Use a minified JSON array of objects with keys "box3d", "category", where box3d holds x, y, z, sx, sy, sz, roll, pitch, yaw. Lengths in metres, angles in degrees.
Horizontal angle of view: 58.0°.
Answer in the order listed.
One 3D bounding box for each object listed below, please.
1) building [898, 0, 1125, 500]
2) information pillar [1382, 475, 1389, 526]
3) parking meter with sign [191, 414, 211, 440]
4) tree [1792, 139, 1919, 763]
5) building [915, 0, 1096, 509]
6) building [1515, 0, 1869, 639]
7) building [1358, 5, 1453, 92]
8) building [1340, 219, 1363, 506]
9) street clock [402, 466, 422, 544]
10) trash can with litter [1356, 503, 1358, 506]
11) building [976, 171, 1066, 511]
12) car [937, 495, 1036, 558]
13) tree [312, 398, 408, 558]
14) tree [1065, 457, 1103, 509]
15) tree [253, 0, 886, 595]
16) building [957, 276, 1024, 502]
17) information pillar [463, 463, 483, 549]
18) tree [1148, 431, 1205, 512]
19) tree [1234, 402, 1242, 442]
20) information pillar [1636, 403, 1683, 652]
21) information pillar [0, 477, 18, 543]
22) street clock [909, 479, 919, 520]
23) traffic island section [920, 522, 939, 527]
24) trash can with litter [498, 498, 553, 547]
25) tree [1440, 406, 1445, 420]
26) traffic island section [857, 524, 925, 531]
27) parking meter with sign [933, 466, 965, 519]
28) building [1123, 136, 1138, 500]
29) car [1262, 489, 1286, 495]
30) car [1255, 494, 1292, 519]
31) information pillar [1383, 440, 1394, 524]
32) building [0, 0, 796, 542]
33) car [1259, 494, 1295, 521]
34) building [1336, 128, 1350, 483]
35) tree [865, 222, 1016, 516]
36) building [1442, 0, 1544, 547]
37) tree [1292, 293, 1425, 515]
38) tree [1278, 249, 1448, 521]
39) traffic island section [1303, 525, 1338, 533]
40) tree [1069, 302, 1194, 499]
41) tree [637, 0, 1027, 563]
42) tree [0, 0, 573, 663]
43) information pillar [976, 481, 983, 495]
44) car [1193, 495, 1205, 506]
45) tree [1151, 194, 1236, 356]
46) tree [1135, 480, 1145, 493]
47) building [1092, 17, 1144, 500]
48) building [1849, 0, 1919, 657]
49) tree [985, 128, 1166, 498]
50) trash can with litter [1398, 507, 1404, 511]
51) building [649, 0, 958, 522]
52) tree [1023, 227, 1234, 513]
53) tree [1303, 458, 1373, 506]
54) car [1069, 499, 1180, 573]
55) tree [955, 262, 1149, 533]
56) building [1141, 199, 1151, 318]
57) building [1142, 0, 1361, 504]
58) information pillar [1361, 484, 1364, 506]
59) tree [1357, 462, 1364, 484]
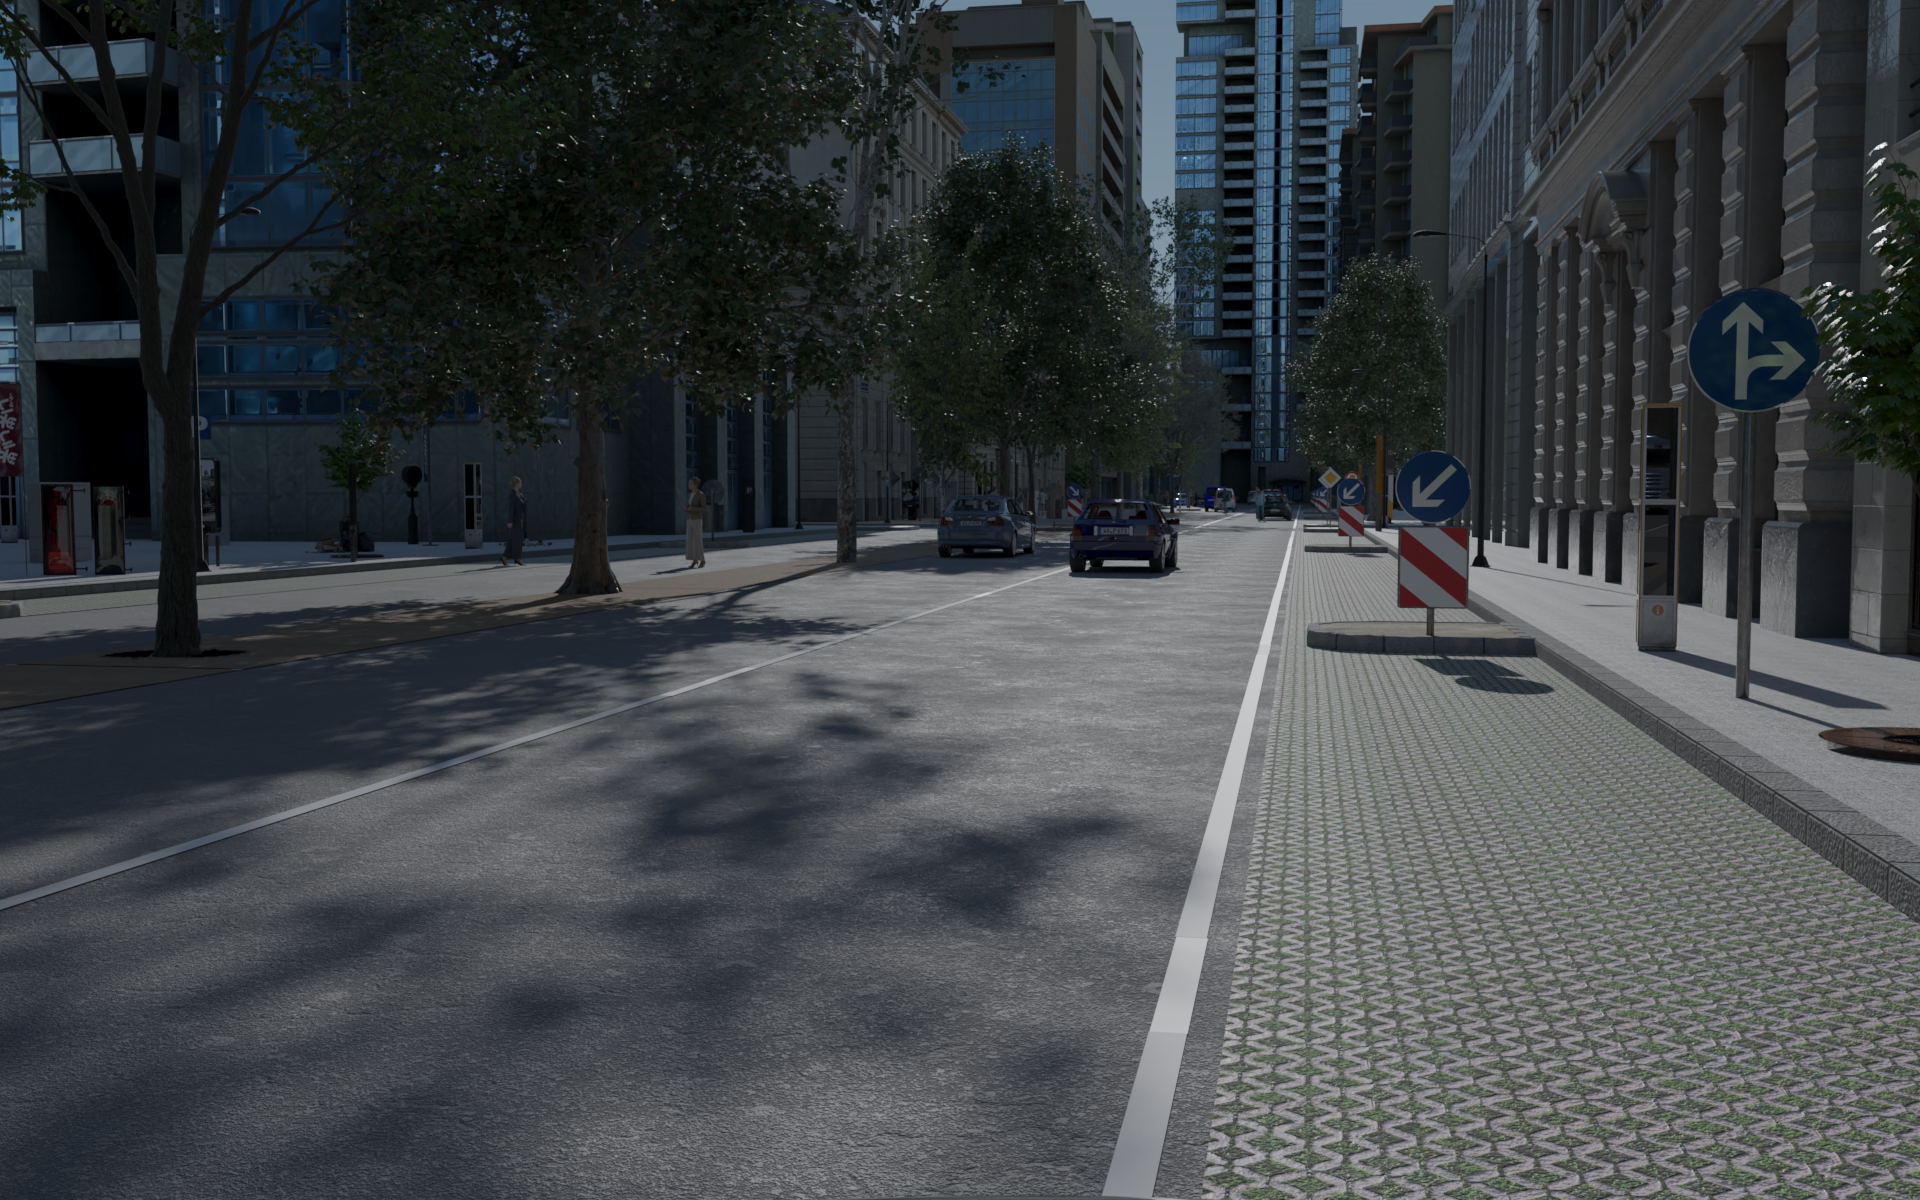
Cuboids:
[{"box3d":[4.986,-33.831,176.845,21.300,48.544,21.600,1,4,11],"category":"building"},{"box3d":[16.007,-3.723,65.359,0.304,2.012,0.304,0,4,8],"category":"information pillar"},{"box3d":[-17.063,-2.596,38.698,0.543,3.016,1.738,-2,4,-27],"category":"parking meter with sign"},{"box3d":[5.000,-0.852,8.530,1.663,3.219,1.824,0,3,0],"category":"tree"},{"box3d":[4.646,-31.077,158.227,14.600,45.320,14.200,1,4,11],"category":"building"},{"box3d":[13.931,-11.864,22.850,11.050,23.489,19.941,1,4,11],"category":"building"},{"box3d":[47.860,-30.899,159.824,22.147,44.769,28.867,1,4,11],"category":"building"},{"box3d":[47.252,-25.110,182.242,14.160,30.474,14.107,1,4,11],"category":"building"},{"box3d":[-13.955,-2.421,44.147,0.358,2.002,0.471,3,4,36],"category":"street clock"},{"box3d":[30.325,-7.426,132.474,1.678,1.210,2.233,-1,4,-13],"category":"trash can with litter"},{"box3d":[1.020,-20.622,134.430,12.463,27.353,25.104,1,4,11],"category":"building"},{"box3d":[0.641,-1.742,40.492,2.014,1.417,4.499,1,4,11],"category":"car"},{"box3d":[-12.320,-2.475,35.071,1.663,3.219,1.824,0,3,0],"category":"tree"},{"box3d":[10.588,-10.049,148.015,4.285,4.588,4.351,0,3,0],"category":"tree"},{"box3d":[-5.294,-6.439,24.748,9.611,12.733,9.660,0,3,0],"category":"tree"},{"box3d":[-2.016,-15.138,112.142,10.561,19.102,19.286,1,4,11],"category":"building"},{"box3d":[-11.394,-2.204,40.530,0.304,2.012,0.304,1,4,15],"category":"information pillar"},{"box3d":[17.309,-11.191,135.793,4.737,8.622,4.395,0,3,0],"category":"tree"},{"box3d":[12.956,-12.355,114.824,12.009,13.543,11.850,0,3,0],"category":"tree"},{"box3d":[5.723,-0.593,14.184,0.304,2.012,0.304,1,4,18],"category":"information pillar"},{"box3d":[-24.911,-2.498,45.329,0.304,2.012,0.304,0,4,-1],"category":"information pillar"},{"box3d":[-2.235,-4.873,84.242,0.471,2.002,0.358,-1,4,-20],"category":"street clock"},{"box3d":[-1.213,-3.292,76.108,2.009,0.180,2.903,1,4,11],"category":"traffic island section"},{"box3d":[-10.692,-1.968,43.233,1.678,1.210,2.233,1,4,11],"category":"trash can with litter"},{"box3d":[32.004,-10.163,116.526,4.360,8.622,3.978,0,3,0],"category":"tree"},{"box3d":[-2.763,-2.813,68.275,2.009,0.180,2.903,1,4,11],"category":"traffic island section"},{"box3d":[-0.536,-5.774,90.666,1.738,3.016,0.543,-1,4,-22],"category":"parking meter with sign"},{"box3d":[12.080,-31.207,193.823,14.154,41.232,14.086,1,4,11],"category":"building"},{"box3d":[24.664,-7.855,137.101,2.281,1.827,5.304,1,4,12],"category":"car"},{"box3d":[18.229,-5.452,100.946,2.131,1.459,4.920,1,4,12],"category":"car"},{"box3d":[18.381,-5.078,74.380,0.504,3.616,0.183,-1,4,-9],"category":"information pillar"},{"box3d":[-23.697,-45.468,56.067,31.000,86.520,22.319,1,4,11],"category":"building"},{"box3d":[17.251,-5.189,94.621,2.009,1.686,4.222,1,4,12],"category":"car"},{"box3d":[55.398,-33.529,202.824,22.147,44.769,28.867,1,4,11],"category":"building"},{"box3d":[-0.444,-5.653,45.246,4.737,8.622,4.395,0,3,0],"category":"tree"},{"box3d":[20.073,-16.469,46.753,11.434,29.767,29.804,1,4,11],"category":"building"},{"box3d":[25.324,-12.288,107.564,9.857,13.997,8.962,0,3,0],"category":"tree"},{"box3d":[19.618,-10.040,81.157,9.611,12.733,9.660,0,3,0],"category":"tree"},{"box3d":[13.905,-2.612,64.983,2.009,0.180,2.903,1,4,11],"category":"traffic island section"},{"box3d":[8.356,-10.423,91.008,7.486,12.596,7.792,0,3,0],"category":"tree"},{"box3d":[-3.386,-10.899,36.547,12.611,20.169,13.585,0,3,0],"category":"tree"},{"box3d":[-6.811,-5.294,14.763,9.928,11.665,9.643,0,3,0],"category":"tree"},{"box3d":[1.060,-5.669,97.188,0.304,2.012,0.304,0,4,4],"category":"information pillar"},{"box3d":[28.256,-11.654,203.116,1.945,1.354,3.894,1,4,12],"category":"car"},{"box3d":[9.503,-14.918,102.256,12.611,20.169,13.585,0,3,0],"category":"tree"},{"box3d":[21.331,-12.792,203.753,1.663,3.219,1.824,0,3,0],"category":"tree"},{"box3d":[8.164,-41.207,215.740,28.212,58.520,21.231,1,4,11],"category":"building"},{"box3d":[10.986,-9.178,4.805,10.420,20.320,16.860,1,4,11],"category":"building"},{"box3d":[1.438,-8.233,54.078,9.611,12.733,9.660,0,3,0],"category":"tree"},{"box3d":[33.962,-7.394,132.282,1.055,1.170,0.624,3,4,38],"category":"trash can with litter"},{"box3d":[-7.922,-17.933,90.473,12.463,27.353,25.104,1,4,11],"category":"building"},{"box3d":[6.140,-10.190,79.438,12.009,13.543,11.850,0,3,0],"category":"tree"},{"box3d":[32.158,-13.820,144.083,7.486,12.596,7.792,0,3,0],"category":"tree"},{"box3d":[3.159,-1.246,32.953,1.945,1.354,3.894,1,4,12],"category":"car"},{"box3d":[2.736,-7.699,62.745,8.767,10.594,7.601,1,4,11],"category":"tree"},{"box3d":[19.018,-34.143,241.831,14.086,41.232,14.154,1,4,11],"category":"building"},{"box3d":[41.932,-56.725,240.121,31.000,86.520,22.319,1,4,11],"category":"building"},{"box3d":[28.079,-7.148,121.367,0.304,2.012,0.304,2,4,33],"category":"information pillar"},{"box3d":[29.757,-10.856,127.859,4.360,8.622,3.978,0,3,0],"category":"tree"}]
